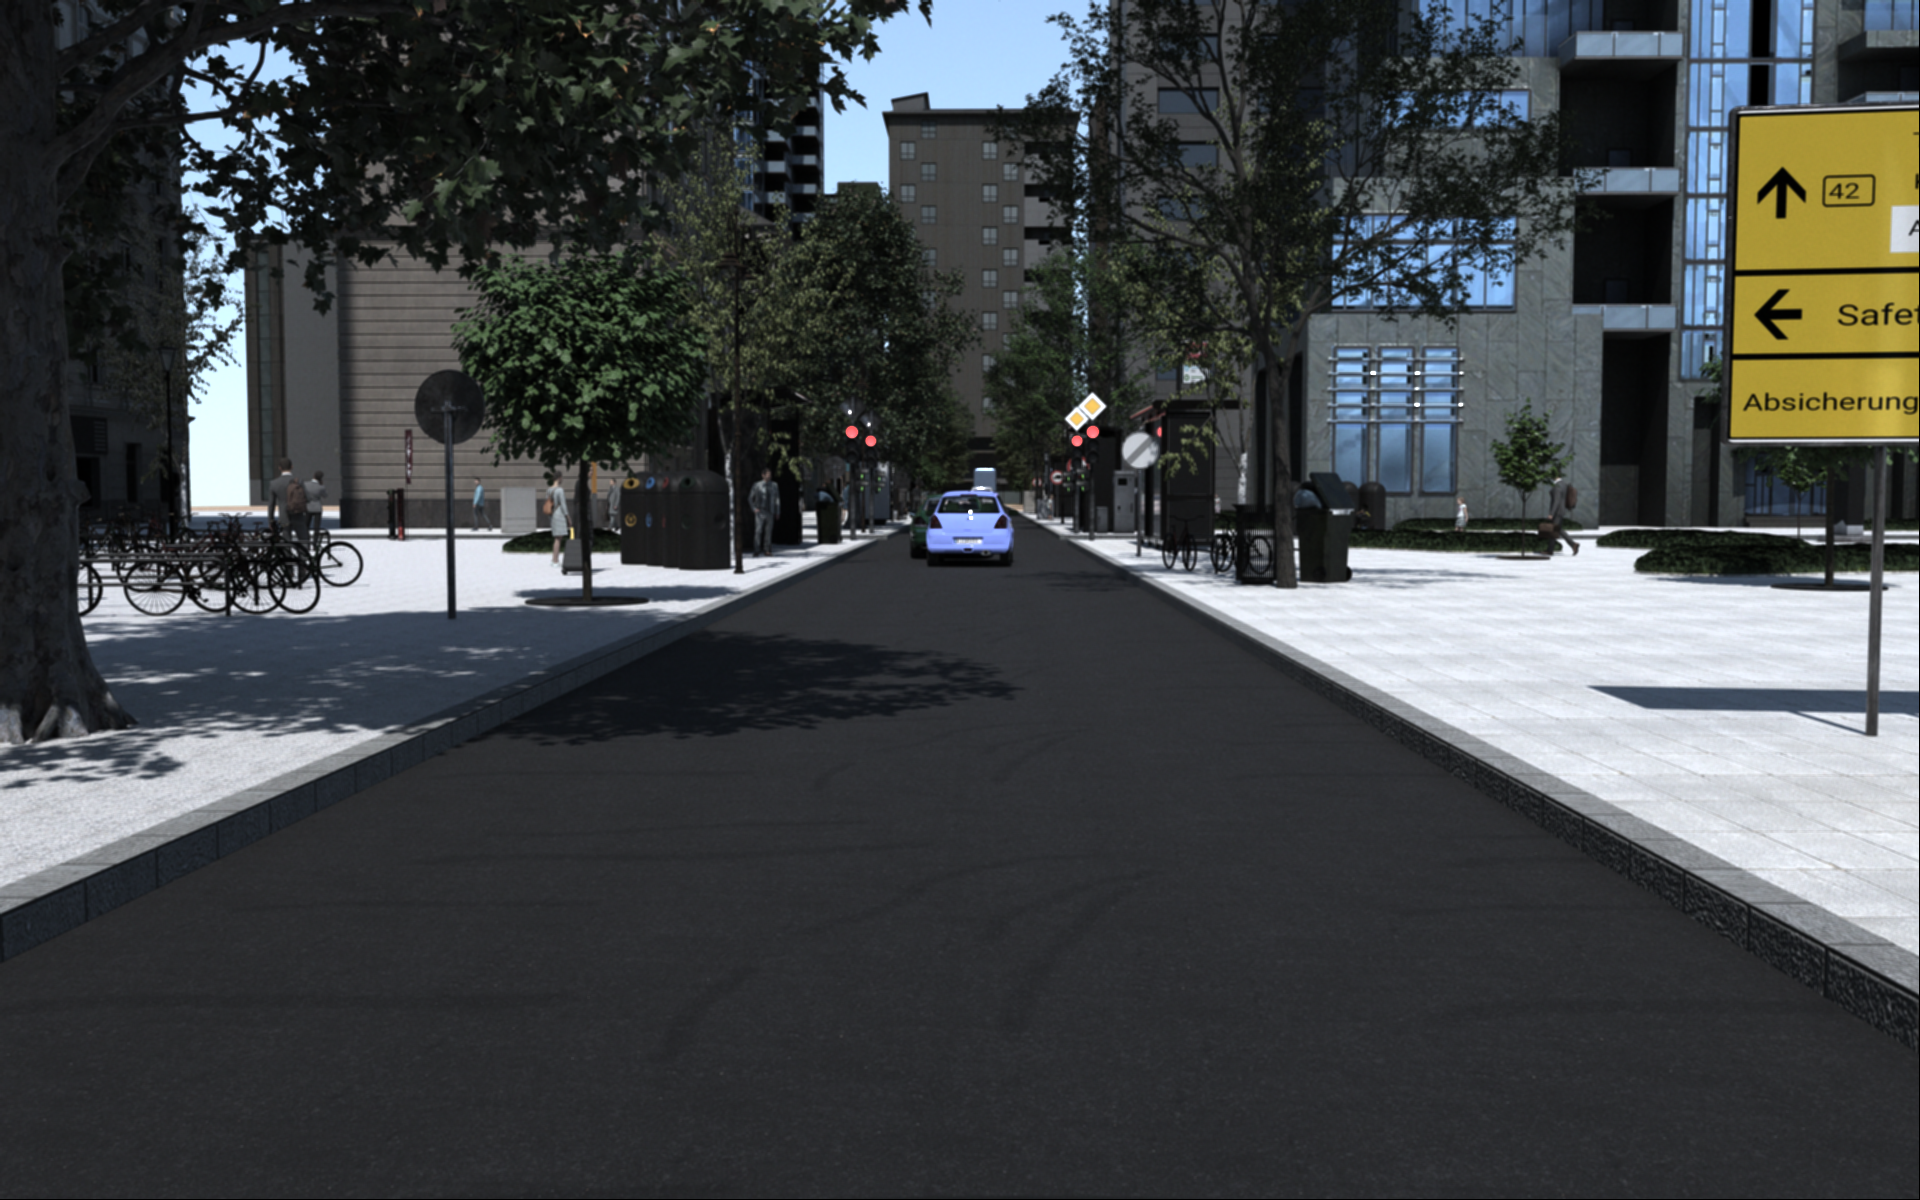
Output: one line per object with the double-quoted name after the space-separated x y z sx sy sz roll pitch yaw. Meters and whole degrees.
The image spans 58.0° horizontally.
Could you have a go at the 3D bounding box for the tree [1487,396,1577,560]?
11.241 -2.413 34.052 1.663 3.219 1.824 0 3 0 "tree"

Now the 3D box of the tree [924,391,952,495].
-2.764 -12.919 145.645 8.767 10.594 7.601 2 4 34 "tree"

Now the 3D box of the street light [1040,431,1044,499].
4.875 -7.971 103.109 0.468 5.910 1.993 0 4 1 "street light"

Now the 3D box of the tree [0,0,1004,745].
-4.953 -5.633 9.115 9.611 12.733 9.660 0 3 0 "tree"

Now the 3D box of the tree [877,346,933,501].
-3.590 -11.992 121.827 9.928 11.665 9.643 0 3 0 "tree"

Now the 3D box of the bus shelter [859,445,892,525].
-3.563 -4.872 73.586 2.014 3.302 5.546 0 4 1 "bus shelter"

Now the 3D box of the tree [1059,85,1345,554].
4.899 -4.931 30.988 4.737 8.622 4.395 0 3 0 "tree"

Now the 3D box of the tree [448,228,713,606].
-4.399 -2.244 20.411 4.285 4.588 4.351 0 3 0 "tree"

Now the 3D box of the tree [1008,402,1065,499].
5.654 -10.419 120.710 4.360 8.622 3.978 0 3 0 "tree"

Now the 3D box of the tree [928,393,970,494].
-2.662 -16.809 192.948 7.486 12.596 7.792 0 3 0 "tree"

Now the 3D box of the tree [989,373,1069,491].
6.220 -14.725 158.887 7.486 12.596 7.792 0 3 0 "tree"

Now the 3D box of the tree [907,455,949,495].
-2.671 -10.667 158.115 4.285 4.588 4.351 0 3 0 "tree"

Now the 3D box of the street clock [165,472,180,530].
-25.860 -3.206 56.994 0.471 2.002 0.358 1 4 9 "street clock"

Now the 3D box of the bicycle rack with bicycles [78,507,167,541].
-23.334 -2.102 47.747 2.852 0.926 2.925 -2 4 -34 "bicycle rack with bicycles"

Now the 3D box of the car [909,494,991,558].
-0.154 -1.735 40.170 2.131 1.459 4.920 0 4 2 "car"

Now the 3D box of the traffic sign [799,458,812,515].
-4.453 -2.841 48.586 0.606 2.300 0.079 1 4 10 "traffic sign"

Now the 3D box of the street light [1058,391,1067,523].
4.488 -6.285 75.543 0.468 5.910 1.993 0 4 1 "street light"

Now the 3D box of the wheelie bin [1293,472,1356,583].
5.268 -1.059 25.215 0.980 1.594 0.693 -3 5 -41 "wheelie bin"

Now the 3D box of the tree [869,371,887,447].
-3.796 -8.651 91.809 4.360 8.622 3.978 0 3 0 "tree"

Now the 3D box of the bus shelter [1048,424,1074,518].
5.884 -7.336 97.580 2.179 5.291 8.768 0 4 1 "bus shelter"

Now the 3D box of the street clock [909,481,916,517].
-2.751 -5.766 98.841 0.471 2.002 0.358 1 4 14 "street clock"

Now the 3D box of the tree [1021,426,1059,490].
6.368 -11.465 137.821 4.737 8.622 4.395 0 3 0 "tree"

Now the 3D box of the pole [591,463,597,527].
-11.917 -3.826 56.400 0.158 3.312 0.155 0 3 0 "pole"

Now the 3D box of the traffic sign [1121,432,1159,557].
3.681 -2.167 35.534 0.768 2.556 0.104 0 4 2 "traffic sign"

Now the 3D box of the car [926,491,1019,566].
0.237 -1.590 35.595 1.945 1.707 3.694 0 4 2 "car"

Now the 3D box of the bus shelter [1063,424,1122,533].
4.601 -4.217 60.236 1.731 3.624 6.357 0 4 1 "bus shelter"

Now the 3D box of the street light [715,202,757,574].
-3.569 -3.364 27.789 0.468 5.910 1.993 0 4 1 "street light"

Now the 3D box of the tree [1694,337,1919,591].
11.823 -2.434 23.517 4.285 4.588 4.351 0 3 0 "tree"

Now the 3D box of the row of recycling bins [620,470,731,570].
-5.043 -1.441 30.670 1.069 1.692 3.534 -2 4 -32 "row of recycling bins"

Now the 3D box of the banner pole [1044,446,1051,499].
4.521 -6.087 89.533 0.401 3.779 0.863 2 4 27 "banner pole"

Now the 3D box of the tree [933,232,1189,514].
5.384 -8.661 67.365 9.928 11.665 9.643 0 3 0 "tree"

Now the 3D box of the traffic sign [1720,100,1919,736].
5.160 -0.928 9.039 2.265 3.308 0.079 1 4 9 "traffic sign"

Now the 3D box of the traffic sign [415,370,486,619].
-5.233 -1.080 17.763 0.768 2.556 0.104 1 4 9 "traffic sign"

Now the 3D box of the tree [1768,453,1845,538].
20.256 -2.865 41.446 1.663 3.219 1.824 0 3 0 "tree"

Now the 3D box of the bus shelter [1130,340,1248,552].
5.408 -3.983 42.749 2.179 5.291 8.768 0 4 1 "bus shelter"

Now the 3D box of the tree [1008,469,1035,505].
7.404 -13.583 205.792 4.285 4.588 4.351 0 3 0 "tree"

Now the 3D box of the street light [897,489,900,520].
-3.003 -6.823 84.349 0.468 5.910 1.993 0 4 1 "street light"

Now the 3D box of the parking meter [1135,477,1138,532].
5.921 -3.276 59.268 0.399 1.863 0.255 -3 5 -45 "parking meter"

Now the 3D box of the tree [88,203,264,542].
-19.651 -5.670 43.068 4.360 8.622 3.978 0 3 0 "tree"

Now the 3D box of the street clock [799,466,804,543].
-4.254 -2.499 45.426 0.358 2.002 0.471 0 4 8 "street clock"

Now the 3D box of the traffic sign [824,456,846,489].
-4.164 -3.519 57.644 0.768 2.556 0.104 0 4 4 "traffic sign"

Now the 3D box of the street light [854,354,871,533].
-3.200 -5.165 57.239 0.468 5.910 1.993 0 4 1 "street light"

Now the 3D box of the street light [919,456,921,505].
-2.575 -8.496 111.700 0.468 5.910 1.993 0 4 1 "street light"

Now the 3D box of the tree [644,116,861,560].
-4.326 -5.072 33.292 4.737 8.622 4.395 0 3 0 "tree"

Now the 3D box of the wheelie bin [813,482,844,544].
-3.376 -2.233 44.418 0.693 1.594 0.980 0 4 7 "wheelie bin"

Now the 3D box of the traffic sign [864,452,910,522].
-3.438 -5.296 80.463 2.265 3.308 0.079 0 4 6 "traffic sign"

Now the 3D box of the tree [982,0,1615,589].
4.494 -5.457 23.640 8.767 10.594 7.601 0 4 2 "tree"

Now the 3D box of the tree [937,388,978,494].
-2.588 -18.288 205.656 9.857 13.997 8.962 0 3 0 "tree"

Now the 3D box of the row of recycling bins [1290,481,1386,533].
12.134 -3.008 56.288 3.534 1.692 1.069 -1 4 -10 "row of recycling bins"

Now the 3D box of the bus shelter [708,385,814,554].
-4.556 -3.003 40.383 1.731 3.624 6.357 0 4 1 "bus shelter"

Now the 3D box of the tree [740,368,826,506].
-8.071 -7.862 78.910 4.360 8.622 3.978 0 3 0 "tree"

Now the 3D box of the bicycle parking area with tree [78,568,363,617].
-11.281 -2.067 20.794 9.016 4.147 8.231 0 4 0 "bicycle parking area with tree"

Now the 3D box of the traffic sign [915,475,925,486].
-2.745 -7.052 115.296 0.884 2.594 0.081 0 4 8 "traffic sign"

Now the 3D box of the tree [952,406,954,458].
5.517 -9.072 82.741 8.767 10.594 7.601 -2 4 -34 "tree"

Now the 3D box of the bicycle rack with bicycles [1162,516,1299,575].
4.768 -0.933 28.638 2.852 0.926 2.925 0 4 -7 "bicycle rack with bicycles"
